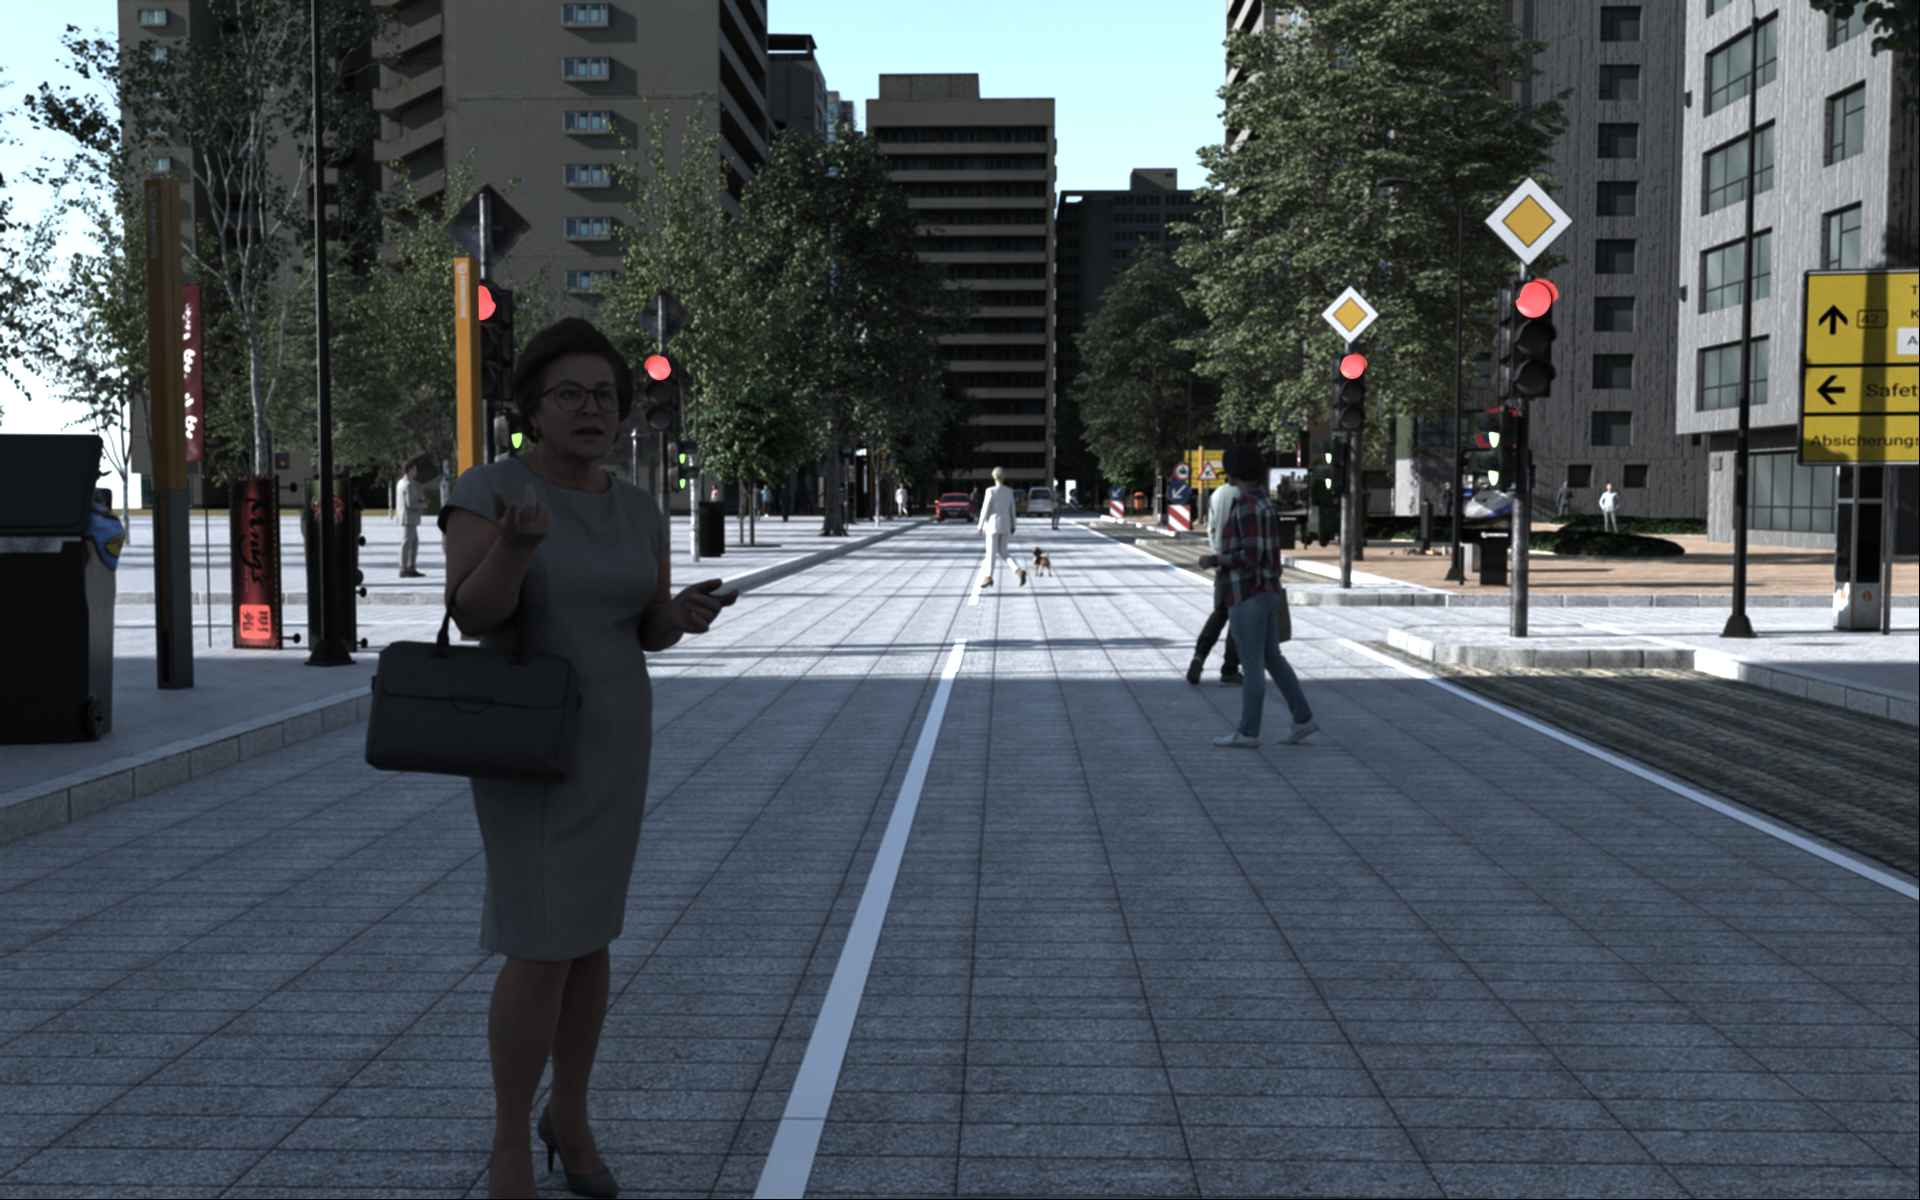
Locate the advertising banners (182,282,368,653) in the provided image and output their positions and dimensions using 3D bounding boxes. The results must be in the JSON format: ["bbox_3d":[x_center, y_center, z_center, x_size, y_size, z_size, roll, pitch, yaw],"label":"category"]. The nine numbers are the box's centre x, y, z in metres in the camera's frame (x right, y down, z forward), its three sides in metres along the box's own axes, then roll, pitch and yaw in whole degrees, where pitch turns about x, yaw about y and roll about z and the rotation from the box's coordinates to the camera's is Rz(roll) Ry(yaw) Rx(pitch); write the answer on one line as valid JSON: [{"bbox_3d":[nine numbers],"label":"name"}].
[{"bbox_3d":[-5.785,-1.104,14.232,2.074,3.025,0.090,1,4,19],"label":"advertising banners"}]

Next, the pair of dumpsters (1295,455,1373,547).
[{"bbox_3d":[9.229,-2.518,43.659,1.574,2.255,4.437,0,4,2],"label":"pair of dumpsters"}]

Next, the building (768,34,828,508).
[{"bbox_3d":[-19.221,-28.973,157.308,14.086,41.232,14.154,0,4,2],"label":"building"}]

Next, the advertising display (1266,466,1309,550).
[{"bbox_3d":[7.553,-2.126,39.968,0.974,1.923,0.123,0,4,7],"label":"advertising display"}]

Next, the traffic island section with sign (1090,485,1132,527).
[{"bbox_3d":[6.730,-4.129,76.139,1.989,1.847,2.006,0,4,2],"label":"traffic island section with sign"}]

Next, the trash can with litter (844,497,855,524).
[{"bbox_3d":[-4.897,-3.902,75.191,0.624,1.170,1.055,-1,4,-23],"label":"trash can with litter"}]

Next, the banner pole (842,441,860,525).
[{"bbox_3d":[-4.604,-5.060,72.749,0.863,3.779,0.401,-2,4,-32],"label":"banner pole"}]

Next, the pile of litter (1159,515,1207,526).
[{"bbox_3d":[9.002,-3.475,70.778,1.719,0.858,1.176,2,4,33],"label":"pile of litter"}]

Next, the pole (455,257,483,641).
[{"bbox_3d":[-4.266,-1.299,15.085,0.158,3.312,0.155,0,3,0],"label":"pole"}]

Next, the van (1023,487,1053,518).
[{"bbox_3d":[4.861,-6.014,105.345,2.013,2.044,4.112,0,4,2],"label":"van"}]

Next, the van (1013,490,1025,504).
[{"bbox_3d":[5.545,-9.760,166.587,2.013,2.044,4.112,0,4,0],"label":"van"}]

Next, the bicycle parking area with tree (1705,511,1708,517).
[{"bbox_3d":[35.959,-5.109,70.534,9.016,4.147,8.231,0,4,2],"label":"bicycle parking area with tree"}]

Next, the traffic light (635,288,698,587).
[{"bbox_3d":[-4.032,-2.126,23.687,0.839,4.253,0.868,0,4,2],"label":"traffic light"}]

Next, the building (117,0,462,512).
[{"bbox_3d":[-58.771,-32.435,154.021,21.600,48.544,21.300,0,4,2],"label":"building"}]

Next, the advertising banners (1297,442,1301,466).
[{"bbox_3d":[11.480,-3.781,58.005,0.090,3.025,2.074,0,4,1],"label":"advertising banners"}]

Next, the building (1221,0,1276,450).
[{"bbox_3d":[31.437,-30.826,127.707,21.300,48.544,21.600,0,4,2],"label":"building"}]

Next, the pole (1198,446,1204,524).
[{"bbox_3d":[10.227,-4.869,73.456,0.158,3.312,0.155,0,3,0],"label":"pole"}]

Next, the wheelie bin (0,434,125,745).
[{"bbox_3d":[-4.850,-0.072,9.079,0.980,1.594,0.693,-1,4,-11],"label":"wheelie bin"}]

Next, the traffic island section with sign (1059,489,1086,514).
[{"bbox_3d":[8.086,-7.135,125.277,1.989,1.847,2.006,0,4,2],"label":"traffic island section with sign"}]

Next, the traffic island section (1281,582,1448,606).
[{"bbox_3d":[5.266,-0.078,23.561,2.009,0.180,2.903,0,4,2],"label":"traffic island section"}]

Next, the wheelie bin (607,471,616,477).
[{"bbox_3d":[-5.089,-0.994,24.157,0.980,1.594,0.693,-1,4,-15],"label":"wheelie bin"}]

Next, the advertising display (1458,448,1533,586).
[{"bbox_3d":[7.484,-1.164,24.245,0.974,1.923,0.123,1,4,16],"label":"advertising display"}]

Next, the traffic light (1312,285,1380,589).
[{"bbox_3d":[5.226,-2.112,23.448,0.839,4.253,0.868,0,4,2],"label":"traffic light"}]

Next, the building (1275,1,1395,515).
[{"bbox_3d":[27.952,-28.130,110.028,14.600,45.320,14.200,0,4,2],"label":"building"}]

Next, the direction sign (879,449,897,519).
[{"bbox_3d":[-3.642,-5.856,87.743,0.876,3.537,0.379,1,4,9],"label":"direction sign"}]

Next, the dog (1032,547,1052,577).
[{"bbox_3d":[1.416,-0.667,30.199,0.540,0.507,0.406,2,4,31],"label":"dog"}]

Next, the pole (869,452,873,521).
[{"bbox_3d":[-4.296,-5.499,83.745,0.158,3.312,0.155,0,3,0],"label":"pole"}]

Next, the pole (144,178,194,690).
[{"bbox_3d":[-5.184,-1.071,11.348,0.158,3.312,0.155,0,3,0],"label":"pole"}]

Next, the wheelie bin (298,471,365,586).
[{"bbox_3d":[-8.784,-0.997,24.213,0.980,1.594,0.693,2,4,32],"label":"wheelie bin"}]

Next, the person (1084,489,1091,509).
[{"bbox_3d":[10.768,-8.409,144.468,0.756,1.711,0.436,2,4,25],"label":"person"}]

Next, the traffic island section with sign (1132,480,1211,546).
[{"bbox_3d":[5.969,-2.450,48.677,1.989,1.847,2.006,0,4,2],"label":"traffic island section with sign"}]

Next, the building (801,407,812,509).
[{"bbox_3d":[-20.021,-22.662,142.217,14.160,30.474,14.107,0,4,2],"label":"building"}]

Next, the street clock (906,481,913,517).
[{"bbox_3d":[-2.857,-5.719,98.076,0.358,2.002,0.471,2,4,25],"label":"street clock"}]

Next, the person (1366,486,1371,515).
[{"bbox_3d":[23.943,-5.845,102.062,0.683,1.767,0.568,3,4,36],"label":"person"}]

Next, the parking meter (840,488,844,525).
[{"bbox_3d":[-4.967,-3.865,71.603,0.372,1.533,0.369,0,3,0],"label":"parking meter"}]

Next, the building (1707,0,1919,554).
[{"bbox_3d":[25.956,-16.342,38.901,14.107,30.474,14.160,0,4,2],"label":"building"}]

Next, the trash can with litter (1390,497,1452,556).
[{"bbox_3d":[10.026,-1.585,36.973,1.678,1.210,2.233,0,4,8],"label":"trash can with litter"}]

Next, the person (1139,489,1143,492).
[{"bbox_3d":[15.157,-8.367,143.672,0.721,1.723,1.217,1,4,13],"label":"person"}]

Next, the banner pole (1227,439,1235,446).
[{"bbox_3d":[12.337,-5.424,78.694,0.401,3.779,0.863,3,4,36],"label":"banner pole"}]

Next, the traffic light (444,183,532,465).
[{"bbox_3d":[-4.252,-1.638,15.705,0.839,4.253,0.868,0,4,2],"label":"traffic light"}]

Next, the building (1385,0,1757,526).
[{"bbox_3d":[27.686,-19.043,83.059,14.160,30.474,14.107,0,4,2],"label":"building"}]

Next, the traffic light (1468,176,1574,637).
[{"bbox_3d":[5.006,-1.624,15.466,0.839,4.253,0.868,0,4,2],"label":"traffic light"}]

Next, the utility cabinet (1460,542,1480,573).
[{"bbox_3d":[8.495,-1.077,28.770,0.306,1.237,1.020,2,4,28],"label":"utility cabinet"}]

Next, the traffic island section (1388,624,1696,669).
[{"bbox_3d":[5.046,0.410,15.579,2.009,0.180,2.903,0,4,2],"label":"traffic island section"}]

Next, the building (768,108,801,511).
[{"bbox_3d":[-19.941,-21.800,128.128,14.160,30.474,14.107,0,4,2],"label":"building"}]

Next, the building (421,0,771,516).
[{"bbox_3d":[-24.172,-29.716,109.558,21.300,48.544,21.600,0,4,2],"label":"building"}]
